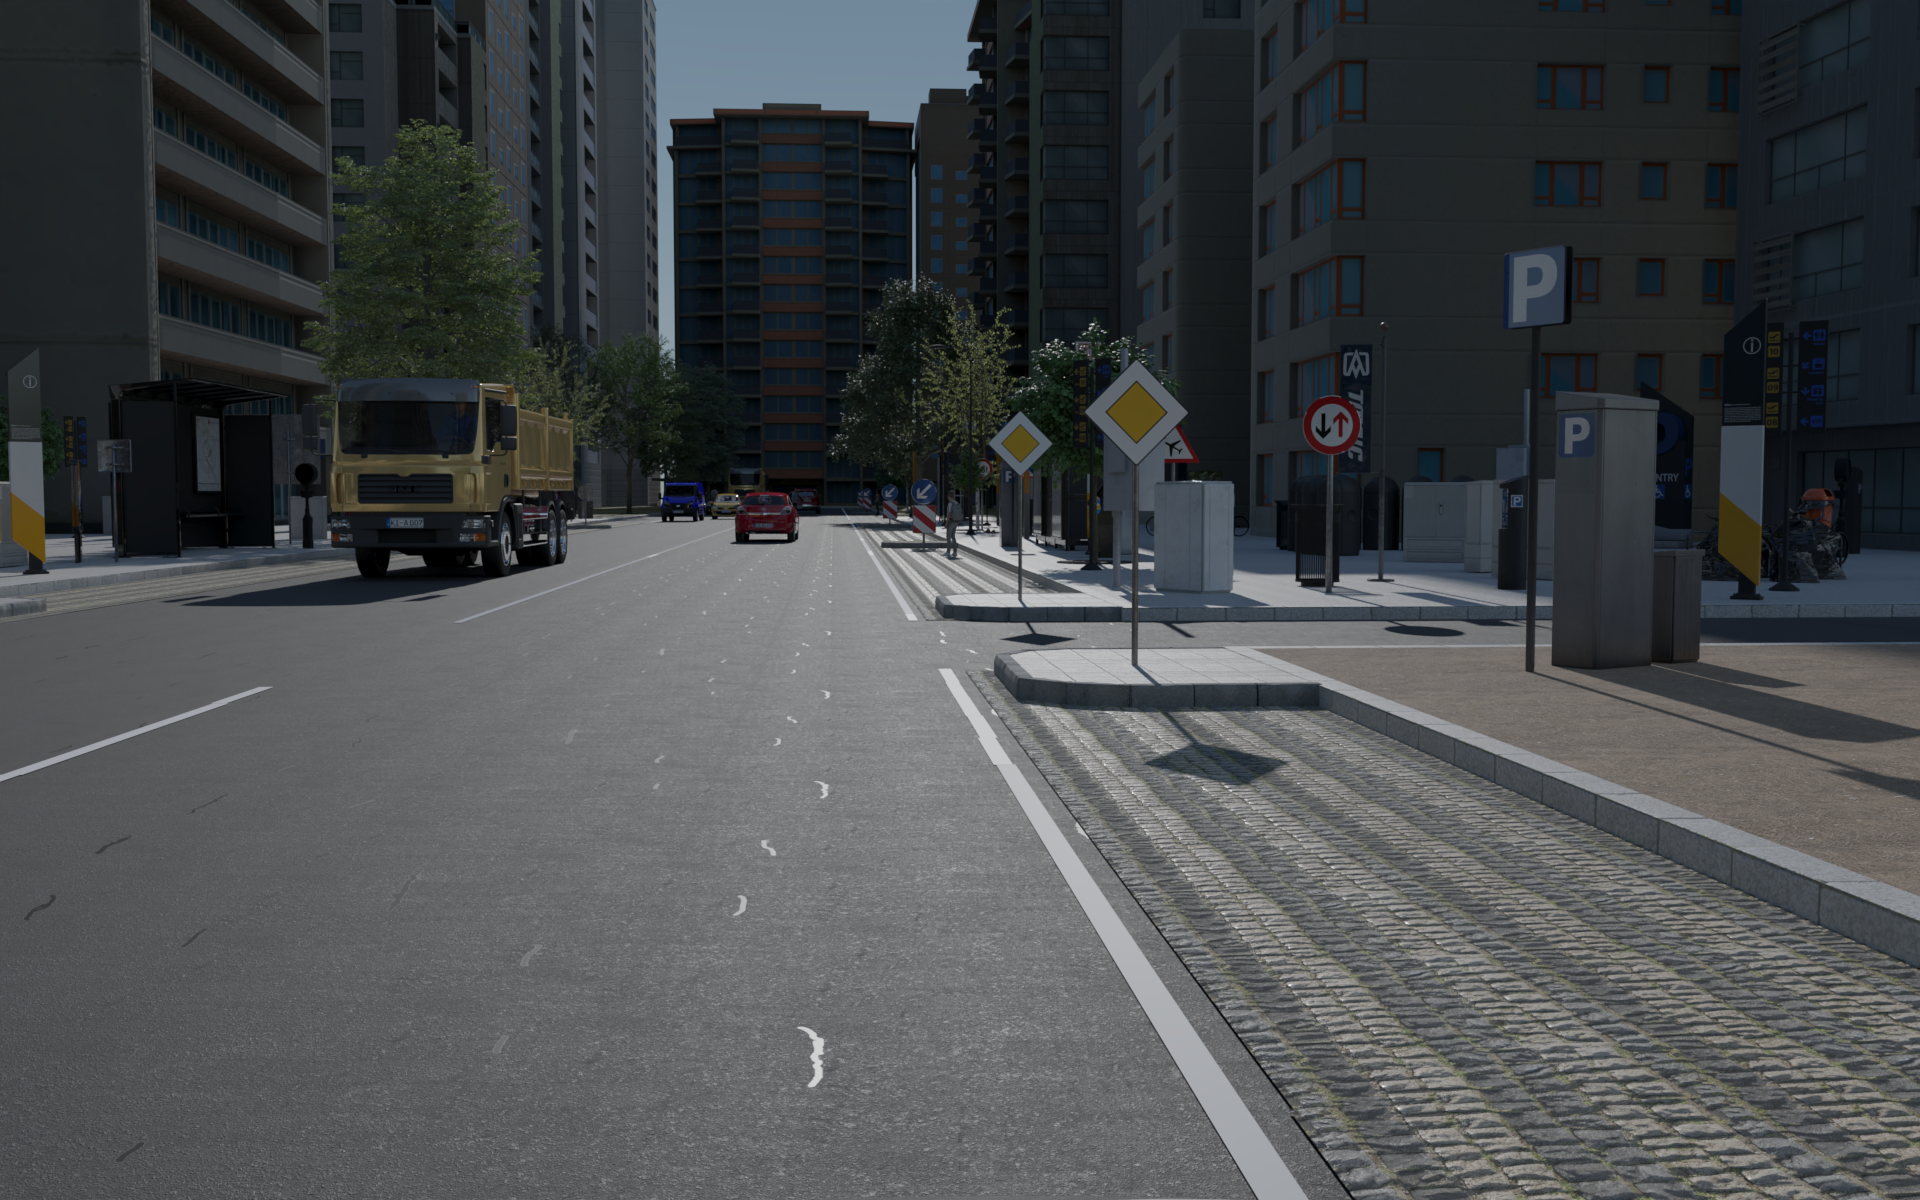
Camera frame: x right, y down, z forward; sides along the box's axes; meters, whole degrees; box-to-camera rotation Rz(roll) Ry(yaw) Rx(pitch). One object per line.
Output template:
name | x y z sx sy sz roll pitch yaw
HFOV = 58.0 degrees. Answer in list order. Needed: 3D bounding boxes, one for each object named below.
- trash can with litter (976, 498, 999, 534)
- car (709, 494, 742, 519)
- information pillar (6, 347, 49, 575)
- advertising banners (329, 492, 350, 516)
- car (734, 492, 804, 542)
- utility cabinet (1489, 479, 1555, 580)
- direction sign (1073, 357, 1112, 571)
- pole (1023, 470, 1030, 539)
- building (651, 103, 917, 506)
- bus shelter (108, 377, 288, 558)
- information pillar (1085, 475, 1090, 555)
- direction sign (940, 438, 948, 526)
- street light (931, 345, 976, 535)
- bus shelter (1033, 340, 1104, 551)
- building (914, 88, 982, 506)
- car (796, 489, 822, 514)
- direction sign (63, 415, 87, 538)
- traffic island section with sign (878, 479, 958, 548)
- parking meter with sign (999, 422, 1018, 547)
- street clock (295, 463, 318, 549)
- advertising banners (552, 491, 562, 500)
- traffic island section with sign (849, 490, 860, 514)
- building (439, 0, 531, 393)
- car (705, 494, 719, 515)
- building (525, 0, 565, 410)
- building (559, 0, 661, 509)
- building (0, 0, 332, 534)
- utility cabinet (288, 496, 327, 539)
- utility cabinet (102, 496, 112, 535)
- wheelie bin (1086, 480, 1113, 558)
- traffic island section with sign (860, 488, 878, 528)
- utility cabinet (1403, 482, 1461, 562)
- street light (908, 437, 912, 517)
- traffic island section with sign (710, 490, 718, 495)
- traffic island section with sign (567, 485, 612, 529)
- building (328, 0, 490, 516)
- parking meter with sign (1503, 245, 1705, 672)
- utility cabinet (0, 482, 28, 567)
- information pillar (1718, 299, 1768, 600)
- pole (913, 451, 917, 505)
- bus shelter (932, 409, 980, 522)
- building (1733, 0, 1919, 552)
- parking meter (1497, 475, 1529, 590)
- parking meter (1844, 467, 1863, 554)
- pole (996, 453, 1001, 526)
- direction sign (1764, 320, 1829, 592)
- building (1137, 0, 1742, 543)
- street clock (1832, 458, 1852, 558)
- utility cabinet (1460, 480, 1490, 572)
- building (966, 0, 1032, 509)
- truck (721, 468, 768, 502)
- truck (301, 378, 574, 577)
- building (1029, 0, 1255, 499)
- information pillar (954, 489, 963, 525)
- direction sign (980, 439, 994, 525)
trash can with litter | 1.336 -2.789 56.650 1.678 1.210 2.233 -2 4 -31
car | -13.333 -5.453 99.382 2.015 1.641 3.980 0 4 -5
information pillar | -14.866 -2.216 27.588 0.504 3.616 0.183 -3 5 -45
advertising banners | -23.661 -4.332 67.017 0.090 3.025 2.074 1 4 21
car | -5.904 -2.703 53.228 2.155 1.783 4.494 0 4 -3
utility cabinet | 8.588 -1.067 26.117 0.318 1.500 1.173 -2 4 -30
direction sign | 2.214 -2.270 29.119 0.379 3.537 0.876 -3 5 -41
pole | 1.910 -3.415 49.672 0.158 3.312 0.155 0 3 0
building | -19.623 -33.176 197.053 28.867 44.769 22.147 0 4 -4
bus shelter | -16.468 -2.847 37.824 1.731 3.624 6.357 0 4 -4
information pillar | 2.737 -2.761 36.504 0.183 3.616 0.504 0 4 7
direction sign | -0.615 -4.771 69.996 0.379 3.537 0.876 1 4 17
street light | -0.202 -4.986 54.056 1.470 5.913 1.316 0 4 -4
bus shelter | 2.838 -3.996 42.971 2.179 5.291 8.768 0 4 -4
building | 2.344 -33.330 195.055 14.200 45.320 14.600 0 4 -4
car | -11.165 -7.172 125.938 2.281 1.827 5.304 0 4 -6
direction sign | -25.694 -3.570 50.372 0.379 3.537 0.876 1 4 12
traffic island section with sign | -1.109 -2.303 46.274 1.989 1.847 2.006 0 4 -4
parking meter with sign | 1.218 -2.830 42.526 0.543 3.016 1.738 0 4 -4
street clock | -15.365 -2.214 40.761 0.471 2.002 0.358 0 4 4
advertising banners | -17.762 -4.921 76.643 0.090 3.025 2.074 0 4 0
traffic island section with sign | -6.738 -7.005 123.156 1.989 1.847 2.006 0 4 -4
building | -36.875 -28.413 114.671 14.600 45.320 14.200 0 4 -4
car | -16.683 -6.752 120.186 2.009 1.686 4.222 0 4 -2
building | -37.646 -27.235 128.893 14.154 41.232 14.086 0 4 -4
building | -48.236 -39.857 193.655 28.212 58.520 21.231 0 4 -4
building | -37.274 -26.921 63.858 21.300 48.544 21.600 0 4 -4
utility cabinet | -18.609 -2.339 49.405 1.020 1.237 0.306 0 4 5
utility cabinet | -26.359 -2.641 54.338 1.020 1.237 0.306 1 4 12
wheelie bin | 2.929 -1.657 34.995 0.693 1.594 0.980 1 4 9
traffic island section with sign | -3.101 -3.965 73.458 1.989 1.847 2.006 0 4 -4
utility cabinet | 8.936 -1.456 32.484 1.173 1.500 0.318 1 4 22
street light | -3.256 -7.545 95.908 1.470 5.913 1.316 0 4 -4
traffic island section with sign | -21.183 -8.630 149.726 1.989 1.847 2.006 0 4 -4
traffic island section with sign | -15.451 -3.845 71.486 1.989 1.847 2.006 0 4 -4
building | -35.769 -20.115 100.588 14.160 30.474 14.107 0 4 -4
parking meter with sign | 4.824 -1.015 12.862 1.738 3.016 0.543 -2 4 -31
utility cabinet | -16.763 -1.329 30.401 0.318 1.500 1.173 0 4 -7
information pillar | 9.504 -1.814 21.006 0.504 3.616 0.183 3 4 38
pole | -2.162 -5.448 82.919 0.158 3.312 0.155 0 3 0
bus shelter | -0.090 -6.223 79.374 2.179 5.291 8.768 0 4 -4
building | 27.347 -21.650 37.568 14.086 41.232 14.154 0 4 -4
parking meter | 7.428 -0.909 23.270 0.372 1.533 0.369 0 3 0
parking meter | 19.142 -1.921 37.126 0.255 1.863 0.399 3 5 44
pole | 1.580 -4.679 70.342 0.158 3.312 0.155 0 3 0
direction sign | 10.929 -1.887 22.857 0.876 3.537 0.379 2 4 35
building | 22.374 -13.158 60.172 27.650 21.520 28.899 0 4 -4
street clock | 17.749 -1.853 34.871 0.358 2.002 0.471 3 4 38
utility cabinet | 8.731 -1.209 28.448 1.173 1.500 0.318 -3 5 -42
building | 12.026 -30.282 149.731 22.147 44.769 28.867 0 4 -4
truck | -16.291 -8.344 132.346 3.469 3.379 9.791 0 4 -5
truck | -9.214 -2.208 32.021 3.469 3.379 9.791 0 4 -3
building | 11.040 -20.559 107.840 14.160 30.474 14.107 0 4 -4
information pillar | -0.050 -4.102 71.567 0.304 2.012 0.304 1 4 19
direction sign | 1.111 -4.831 70.987 0.379 3.537 0.876 3 5 41
